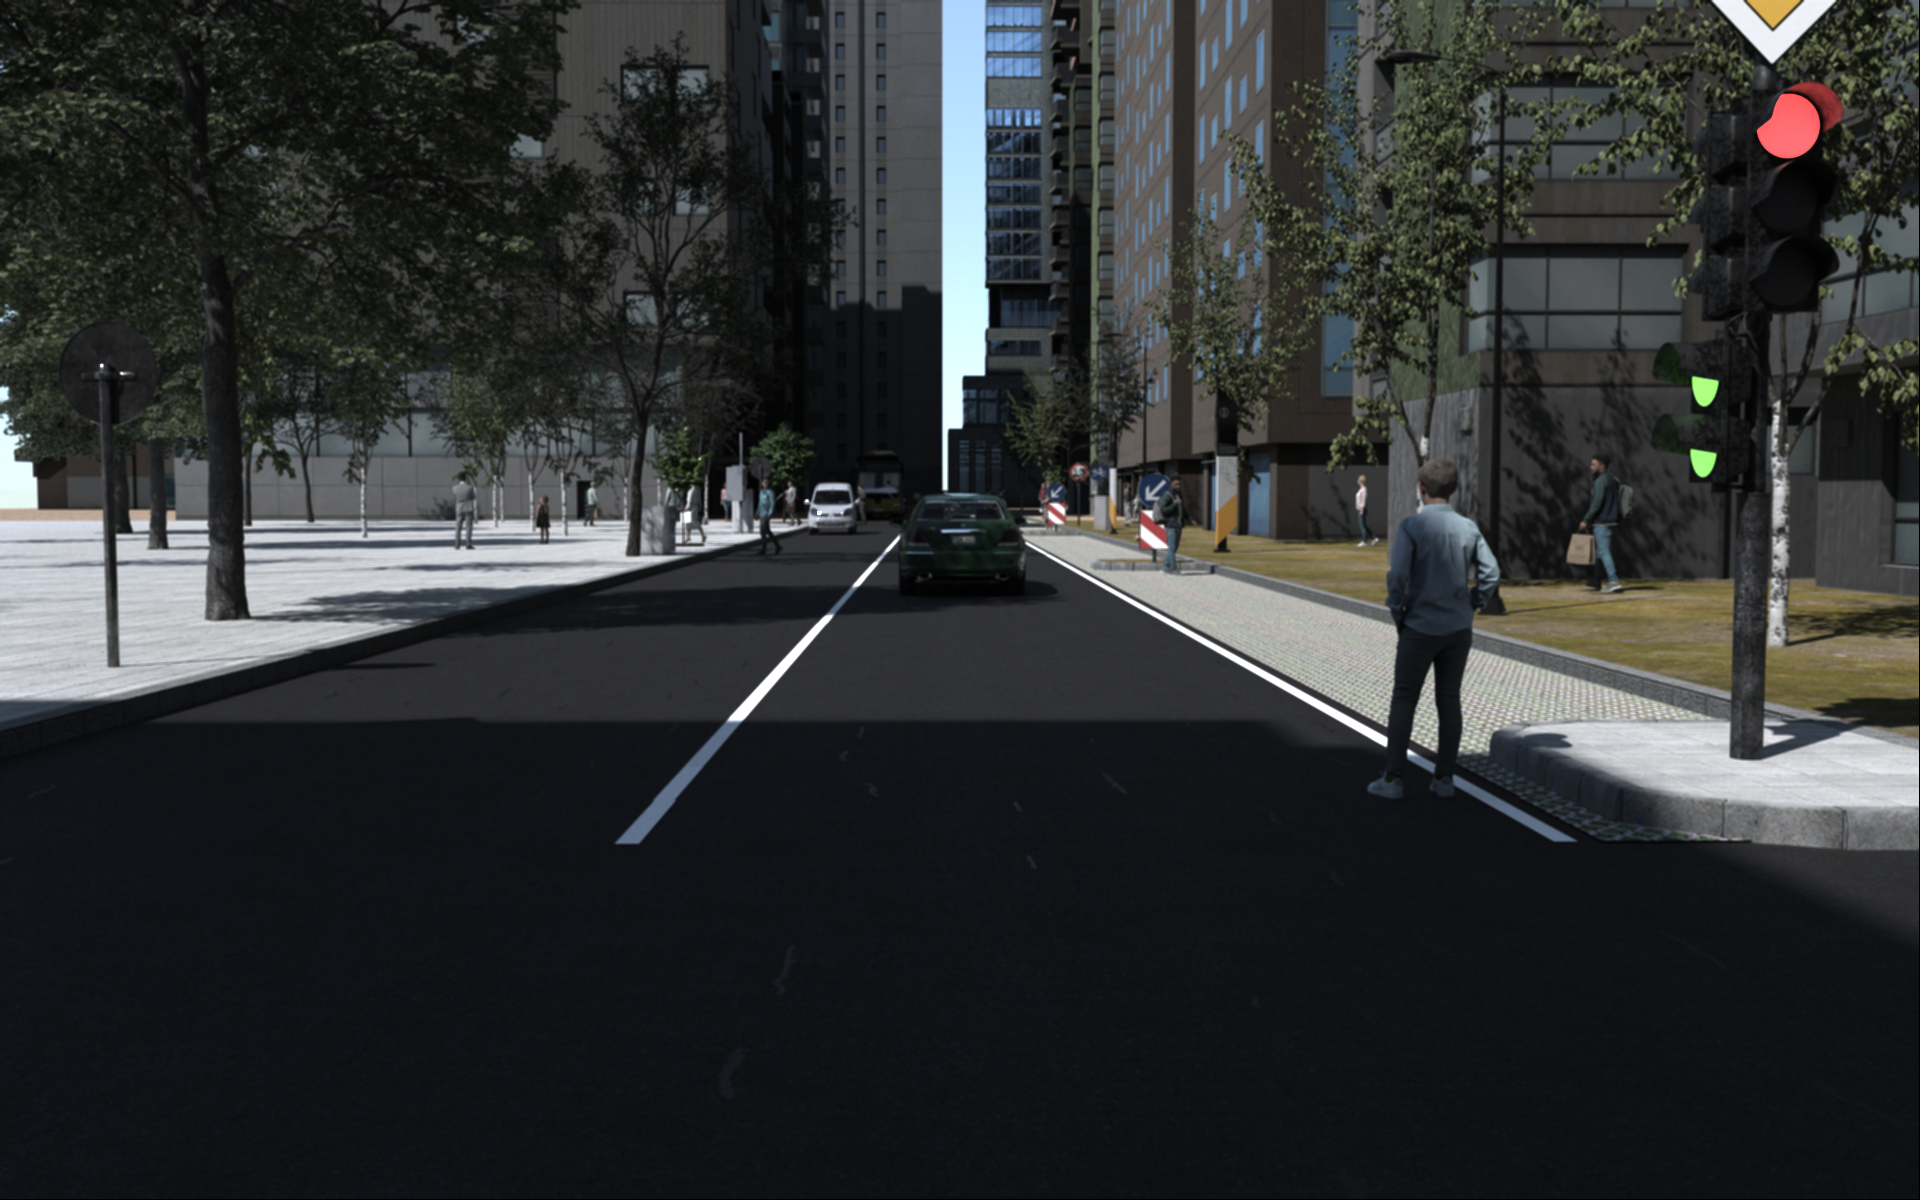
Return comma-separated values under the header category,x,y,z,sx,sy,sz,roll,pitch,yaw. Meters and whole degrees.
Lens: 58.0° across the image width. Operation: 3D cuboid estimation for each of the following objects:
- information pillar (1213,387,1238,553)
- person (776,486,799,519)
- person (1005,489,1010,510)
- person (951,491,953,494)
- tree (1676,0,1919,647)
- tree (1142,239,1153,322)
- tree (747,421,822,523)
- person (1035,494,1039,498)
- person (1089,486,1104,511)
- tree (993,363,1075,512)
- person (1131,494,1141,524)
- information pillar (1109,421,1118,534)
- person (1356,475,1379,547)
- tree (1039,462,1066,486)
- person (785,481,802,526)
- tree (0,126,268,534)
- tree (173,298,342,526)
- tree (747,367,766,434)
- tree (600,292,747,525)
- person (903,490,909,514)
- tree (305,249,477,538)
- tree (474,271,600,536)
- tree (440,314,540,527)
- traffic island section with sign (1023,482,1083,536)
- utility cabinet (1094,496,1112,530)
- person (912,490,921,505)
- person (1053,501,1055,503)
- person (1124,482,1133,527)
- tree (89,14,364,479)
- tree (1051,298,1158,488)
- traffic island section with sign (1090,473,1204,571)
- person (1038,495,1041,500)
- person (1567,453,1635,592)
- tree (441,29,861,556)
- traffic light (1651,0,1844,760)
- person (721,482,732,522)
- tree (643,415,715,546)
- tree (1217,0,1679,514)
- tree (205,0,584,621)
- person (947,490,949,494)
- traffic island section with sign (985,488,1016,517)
category,x,y,z,sx,sy,sz,roll,pitch,yaw
information pillar,5.837,-2.851,37.977,0.504,3.616,0.183,-1,4,-18
person,-8.702,-4.938,87.482,1.217,1.736,0.721,-1,4,-21
person,3.889,-8.300,142.531,0.721,1.735,1.217,-1,4,-12
person,-0.659,-8.768,152.580,1.217,1.736,0.721,-1,4,-15
tree,6.774,-3.902,14.168,4.737,8.622,4.395,0,3,0
tree,6.653,-5.647,42.693,4.737,8.622,4.395,0,3,0
tree,-7.832,-5.757,77.843,4.285,4.588,4.351,0,3,0
person,6.631,-8.057,137.778,1.348,1.823,0.705,0,4,-1
person,7.560,-5.390,94.908,1.217,1.736,0.721,-2,4,-28
tree,4.650,-8.920,96.198,4.737,8.622,4.395,0,3,0
person,7.580,-3.931,74.586,0.394,1.301,0.425,3,4,37
information pillar,4.930,-3.936,55.708,0.183,3.616,0.504,-1,4,-14
person,9.953,-2.178,42.328,0.598,1.740,0.731,0,4,0
tree,5.733,-6.578,102.153,1.663,3.219,1.824,0,3,0
person,-6.864,-3.943,70.625,0.853,1.813,0.709,-3,5,-39
tree,-27.438,-9.134,56.002,9.857,13.997,8.962,0,3,0
tree,-29.631,-8.789,78.109,7.601,10.594,8.767,2,4,26
tree,-10.398,-7.427,71.792,4.360,8.622,3.978,0,3,0
tree,-10.904,-6.950,63.988,4.360,8.622,3.978,0,3,0
person,-4.058,-7.192,126.624,0.617,1.759,0.750,1,4,16
tree,-17.403,-6.151,50.936,4.360,8.622,3.978,0,3,0
tree,-14.493,-6.621,58.617,4.360,8.622,3.978,0,3,0
tree,-18.065,-7.130,66.930,4.737,8.622,4.395,0,3,0
traffic island section with sign,3.182,-3.140,59.964,1.989,1.847,2.006,0,4,-1
utility cabinet,5.159,-3.123,62.228,0.306,1.237,1.020,-1,4,-21
person,-3.042,-6.906,122.345,0.756,1.711,0.436,-1,4,-16
person,5.204,-5.318,93.717,0.721,1.735,1.217,0,4,4
person,6.579,-3.726,67.508,0.362,1.759,0.519,0,4,-7
tree,-11.571,-4.705,27.287,4.737,8.622,4.395,0,3,0
tree,5.640,-7.016,65.078,4.360,8.622,3.978,0,3,0
traffic island section with sign,3.521,-1.491,33.011,1.989,1.847,2.006,0,4,-1
person,7.704,-9.424,162.541,0.705,1.831,1.348,-2,4,-26
person,8.392,-1.021,22.714,0.794,1.824,0.713,-2,4,-30
tree,-6.496,-6.162,35.160,7.601,10.594,8.767,3,5,40
traffic light,3.801,-1.185,8.300,0.839,4.253,0.868,0,4,-1
person,-10.768,-4.507,79.750,0.555,1.821,0.388,-3,5,-42
tree,-6.755,-2.941,42.686,1.663,3.219,1.824,0,3,0
tree,5.783,-4.400,22.308,4.737,8.622,4.395,0,3,0
tree,-7.940,-6.073,17.420,7.486,12.596,7.792,0,3,0
person,-0.898,-7.609,133.727,1.217,1.723,0.721,0,4,6
traffic island section with sign,2.535,-6.217,110.282,1.989,1.847,2.006,0,4,-1
